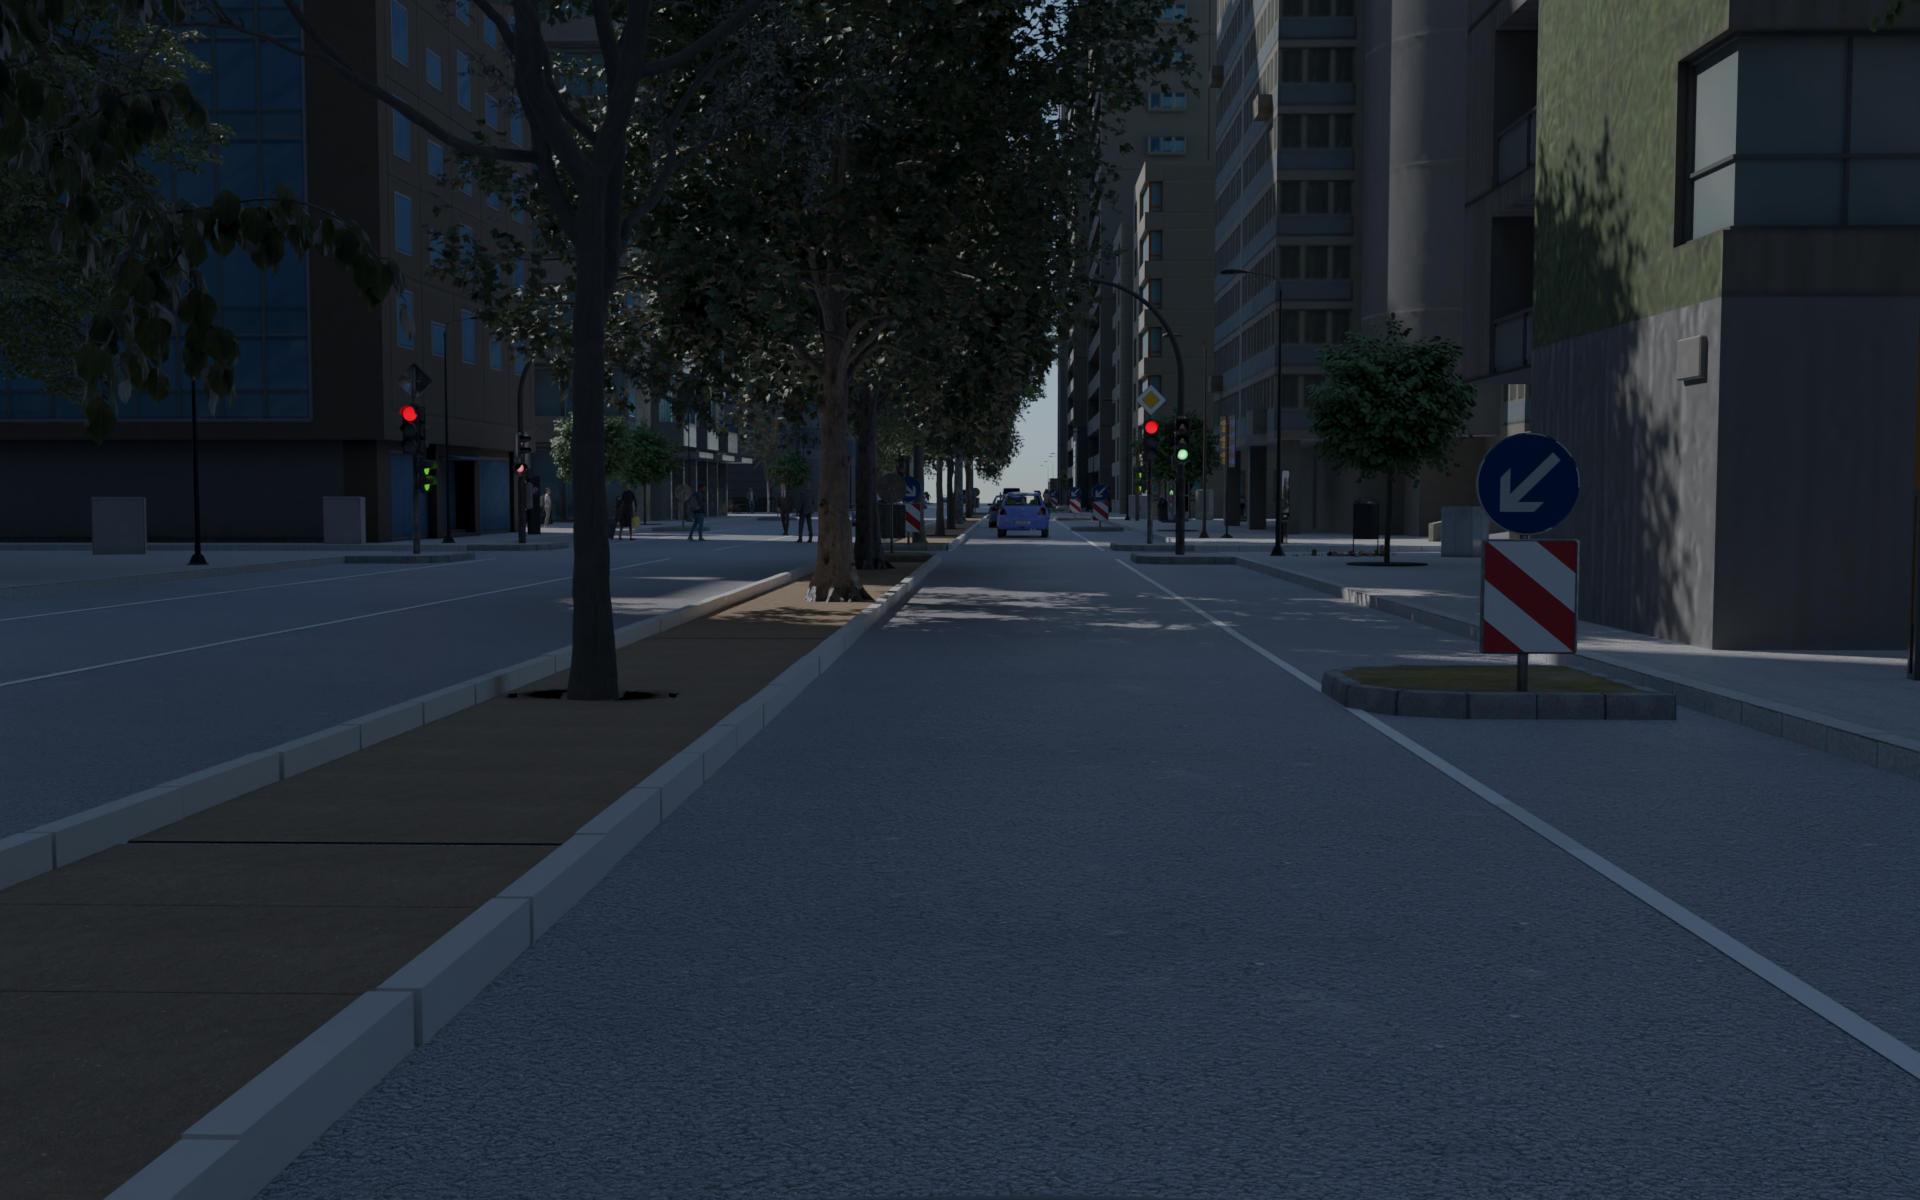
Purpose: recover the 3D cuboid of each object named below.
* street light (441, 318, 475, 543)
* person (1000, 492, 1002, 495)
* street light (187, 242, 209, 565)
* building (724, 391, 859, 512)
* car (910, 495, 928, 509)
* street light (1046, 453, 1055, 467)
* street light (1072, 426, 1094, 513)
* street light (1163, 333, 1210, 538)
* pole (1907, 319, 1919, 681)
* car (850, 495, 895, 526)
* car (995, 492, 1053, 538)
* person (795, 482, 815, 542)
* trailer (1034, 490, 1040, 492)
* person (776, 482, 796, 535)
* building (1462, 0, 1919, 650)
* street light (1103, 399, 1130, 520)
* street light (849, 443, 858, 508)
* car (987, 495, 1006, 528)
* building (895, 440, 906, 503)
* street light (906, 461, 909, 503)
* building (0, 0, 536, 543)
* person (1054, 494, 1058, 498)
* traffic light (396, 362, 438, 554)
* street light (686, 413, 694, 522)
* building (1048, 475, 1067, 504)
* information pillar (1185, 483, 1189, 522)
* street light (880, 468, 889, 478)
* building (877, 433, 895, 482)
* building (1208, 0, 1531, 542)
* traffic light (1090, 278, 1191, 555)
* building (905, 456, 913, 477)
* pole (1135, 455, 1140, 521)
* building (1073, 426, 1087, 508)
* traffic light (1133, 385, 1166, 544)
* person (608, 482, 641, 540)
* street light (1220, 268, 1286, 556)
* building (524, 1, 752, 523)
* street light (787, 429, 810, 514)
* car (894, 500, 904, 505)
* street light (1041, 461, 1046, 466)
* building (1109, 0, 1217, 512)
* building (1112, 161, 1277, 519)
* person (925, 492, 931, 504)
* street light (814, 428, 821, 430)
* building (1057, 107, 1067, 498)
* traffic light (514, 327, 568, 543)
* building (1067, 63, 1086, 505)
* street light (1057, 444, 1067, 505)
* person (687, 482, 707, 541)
[{"bbox_3d":[-12.854,-4.441,45.159,1.470,5.913,1.316,0,4,2],"label":"street light"},{"bbox_3d":[5.030,-12.518,214.091,0.530,1.710,0.541,1,4,19],"label":"person"},{"bbox_3d":[-13.285,-3.589,31.223,1.470,5.913,1.316,0,4,2],"label":"street light"},{"bbox_3d":[-20.518,-37.906,161.767,21.231,58.520,28.212,0,4,2],"label":"building"},{"bbox_3d":[-4.127,-9.814,170.057,1.945,1.707,3.694,0,4,2],"label":"car"},{"bbox_3d":[11.453,-14.527,210.059,1.470,5.913,1.316,0,4,2],"label":"street light"},{"bbox_3d":[8.610,-8.943,118.754,1.470,5.913,1.316,0,4,2],"label":"street light"},{"bbox_3d":[6.541,-4.743,50.096,1.470,5.913,1.316,0,4,2],"label":"street light"},{"bbox_3d":[6.650,-1.102,11.862,0.158,3.312,0.155,0,3,0],"label":"pole"},{"bbox_3d":[-3.933,-4.054,78.289,2.014,1.417,4.499,0,4,0],"label":"car"},{"bbox_3d":[2.146,-2.982,58.341,1.945,1.707,3.694,0,4,3],"label":"car"},{"bbox_3d":[-4.631,-2.615,51.424,0.590,1.801,0.661,3,5,43],"label":"person"},{"bbox_3d":[12.066,-16.161,271.281,1.471,1.999,3.904,0,4,3],"label":"trailer"},{"bbox_3d":[-6.114,-3.190,60.431,0.659,1.850,0.755,0,4,6],"label":"person"},{"bbox_3d":[13.412,-20.551,19.609,14.154,41.232,14.086,0,4,2],"label":"building"},{"bbox_3d":[7.636,-6.844,84.443,1.470,5.913,1.316,0,4,2],"label":"street light"},{"bbox_3d":[-9.354,-11.248,156.441,1.470,5.913,1.316,0,4,2],"label":"street light"},{"bbox_3d":[2.167,-3.860,75.110,2.014,1.417,4.499,0,4,4],"label":"car"},{"bbox_3d":[-14.758,-28.261,233.766,14.160,30.474,14.107,0,4,2],"label":"building"},{"bbox_3d":[-6.841,-16.308,239.172,1.470,5.913,1.316,0,4,2],"label":"street light"},{"bbox_3d":[-21.555,-24.509,50.838,14.600,45.320,14.200,0,4,2],"label":"building"},{"bbox_3d":[12.314,-13.304,224.085,0.617,1.759,0.750,1,4,10],"label":"person"},{"bbox_3d":[-11.629,-2.941,37.008,0.839,4.253,0.868,0,4,2],"label":"traffic light"},{"bbox_3d":[-11.899,-6.541,79.479,1.470,5.913,1.316,0,4,2],"label":"street light"},{"bbox_3d":[24.072,-50.678,266.831,20.563,71.187,20.611,0,4,2],"label":"building"},{"bbox_3d":[10.506,-4.656,80.624,0.304,2.012,0.304,0,4,3],"label":"information pillar"},{"bbox_3d":[-8.244,-13.346,190.749,1.470,5.913,1.316,0,4,2],"label":"street light"},{"bbox_3d":[-19.442,-36.140,214.598,21.300,48.544,21.600,0,4,2],"label":"building"},{"bbox_3d":[21.544,-22.463,59.157,23.993,40.220,32.217,0,4,2],"label":"building"},{"bbox_3d":[2.532,-3.778,36.446,4.771,5.953,1.251,0,4,2],"label":"traffic light"},{"bbox_3d":[-14.323,-37.825,268.549,14.600,45.320,14.200,0,4,2],"label":"building"},{"bbox_3d":[8.468,-5.431,82.644,0.158,3.312,0.155,0,3,0],"label":"pole"},{"bbox_3d":[22.059,-51.577,155.955,22.319,86.520,31.000,0,4,2],"label":"building"},{"bbox_3d":[4.872,-3.400,44.504,0.839,4.253,0.868,0,4,2],"label":"traffic light"},{"bbox_3d":[-10.551,-2.764,53.915,0.699,1.804,1.509,-3,5,-39],"label":"person"},{"bbox_3d":[6.056,-3.869,35.797,1.470,5.913,1.316,0,4,2],"label":"street light"},{"bbox_3d":[-23.965,-28.723,89.236,23.786,49.044,30.456,0,4,2],"label":"building"},{"bbox_3d":[-10.794,-8.655,114.055,1.470,5.913,1.316,0,4,2],"label":"street light"},{"bbox_3d":[-5.431,-7.662,137.847,1.945,1.354,3.894,0,4,0],"label":"car"},{"bbox_3d":[12.564,-16.625,244.366,1.470,5.913,1.316,0,4,2],"label":"street light"},{"bbox_3d":[20.803,-31.019,130.854,21.300,48.544,21.600,0,4,2],"label":"building"},{"bbox_3d":[23.864,-15.852,104.218,27.650,21.520,28.899,0,4,2],"label":"building"},{"bbox_3d":[-4.387,-14.023,238.326,0.990,1.755,0.434,-1,4,-17],"label":"person"},{"bbox_3d":[-10.454,-9.117,121.600,1.470,5.913,1.316,0,4,2],"label":"street light"},{"bbox_3d":[24.220,-42.865,242.836,21.231,58.520,28.212,0,4,2],"label":"building"},{"bbox_3d":[-9.288,-4.299,44.960,4.771,5.953,1.251,0,4,2],"label":"traffic light"},{"bbox_3d":[22.389,-34.230,183.367,21.300,48.544,21.600,0,4,2],"label":"building"},{"bbox_3d":[9.912,-11.574,161.783,1.470,5.913,1.316,0,4,2],"label":"street light"},{"bbox_3d":[-7.896,-2.666,52.442,0.721,1.781,0.623,-3,5,-40],"label":"person"}]
